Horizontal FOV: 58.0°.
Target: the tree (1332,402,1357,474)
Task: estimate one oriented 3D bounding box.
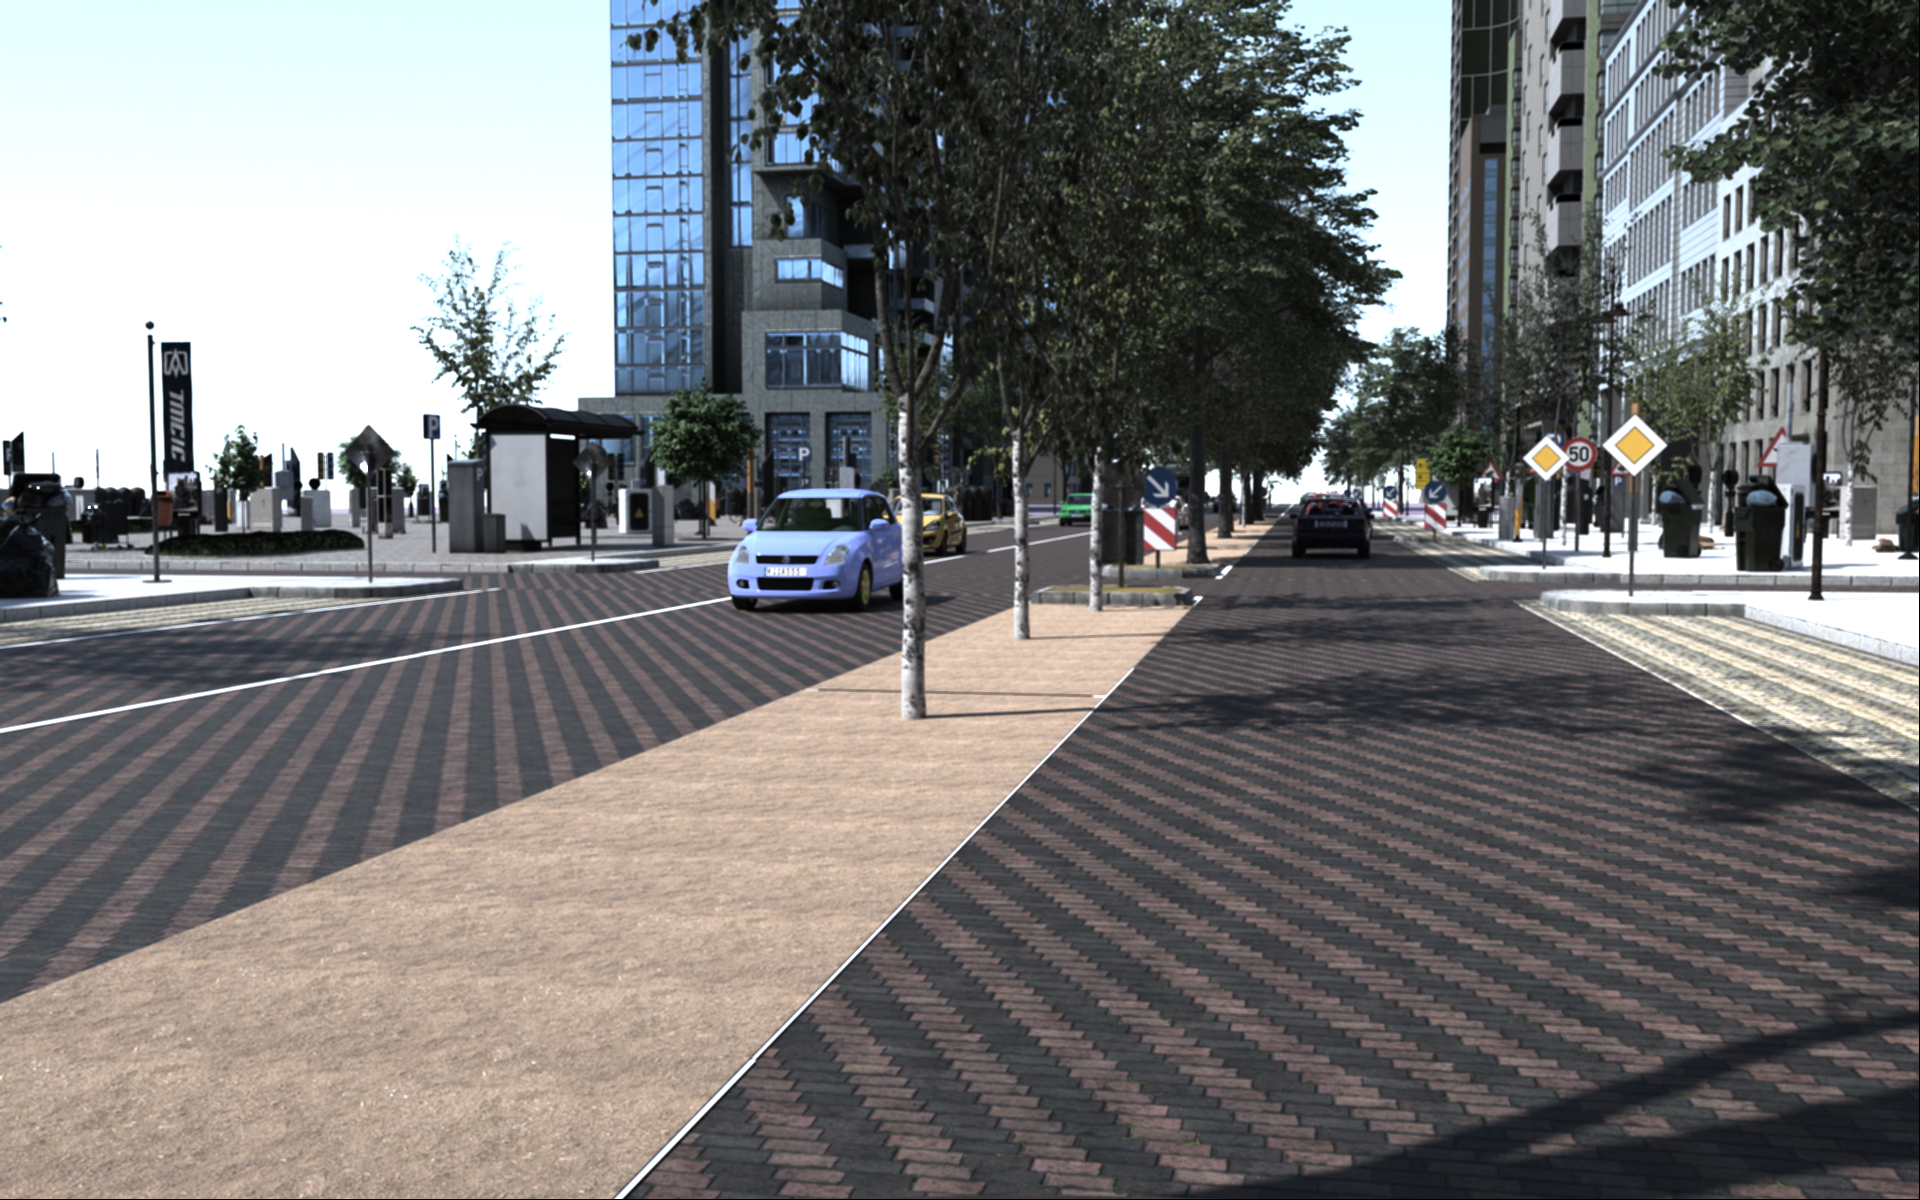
[{"bbox_3d":[38.911,-13.941,162.345,8.767,10.594,7.601,1,4,20],"label":"tree"}]

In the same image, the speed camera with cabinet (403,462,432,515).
[{"bbox_3d":[-33.838,-6.929,107.630,2.038,3.252,0.660,-2,4,-27],"label":"speed camera with cabinet"}]

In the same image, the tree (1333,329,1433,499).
[{"bbox_3d":[47.518,-20.964,198.656,12.611,20.169,13.585,0,3,0],"label":"tree"}]

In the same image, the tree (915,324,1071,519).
[{"bbox_3d":[1.921,-9.448,88.883,8.767,10.594,7.601,-2,4,-25],"label":"tree"}]

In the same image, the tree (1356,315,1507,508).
[{"bbox_3d":[24.869,-9.523,90.116,7.601,10.594,8.767,1,4,10],"label":"tree"}]

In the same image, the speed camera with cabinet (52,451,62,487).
[{"bbox_3d":[-42.579,-5.232,79.877,2.038,3.252,0.660,-1,4,-21],"label":"speed camera with cabinet"}]

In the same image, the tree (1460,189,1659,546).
[{"bbox_3d":[15.040,-5.659,42.888,4.360,8.622,3.978,0,3,0],"label":"tree"}]

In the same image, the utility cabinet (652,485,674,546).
[{"bbox_3d":[-7.327,-2.079,42.672,0.318,1.500,1.173,0,4,2],"label":"utility cabinet"}]

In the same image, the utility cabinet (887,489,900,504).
[{"bbox_3d":[-2.759,-3.886,72.220,0.318,1.500,1.173,1,4,13],"label":"utility cabinet"}]

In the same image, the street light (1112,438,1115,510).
[{"bbox_3d":[12.579,-10.355,142.096,0.468,5.910,1.993,1,4,11],"label":"street light"}]

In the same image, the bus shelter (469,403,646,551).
[{"bbox_3d":[-9.451,-2.898,41.305,2.014,3.302,5.546,1,4,11],"label":"bus shelter"}]

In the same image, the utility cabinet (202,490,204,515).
[{"bbox_3d":[-37.193,-4.759,86.486,1.173,1.500,0.318,-1,4,-18],"label":"utility cabinet"}]

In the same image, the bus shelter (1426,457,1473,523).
[{"bbox_3d":[22.582,-5.239,79.573,2.014,3.302,5.546,1,4,11],"label":"bus shelter"}]

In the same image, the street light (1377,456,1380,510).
[{"bbox_3d":[34.525,-10.391,142.678,0.468,5.910,1.993,1,4,11],"label":"street light"}]

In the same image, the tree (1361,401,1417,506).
[{"bbox_3d":[33.938,-11.252,134.327,4.737,8.622,4.395,0,3,0],"label":"tree"}]

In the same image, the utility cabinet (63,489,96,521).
[{"bbox_3d":[-35.593,-3.754,70.052,1.173,1.500,0.318,-1,4,-19],"label":"utility cabinet"}]

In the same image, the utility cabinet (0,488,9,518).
[{"bbox_3d":[-36.134,-3.488,65.703,1.173,1.500,0.318,-3,5,-41],"label":"utility cabinet"}]

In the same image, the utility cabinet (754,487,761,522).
[{"bbox_3d":[-6.520,-2.841,55.132,0.318,1.500,1.173,0,3,0],"label":"utility cabinet"}]

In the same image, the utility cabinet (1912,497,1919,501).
[{"bbox_3d":[22.074,-1.709,39.100,1.020,1.237,0.306,3,5,45],"label":"utility cabinet"}]

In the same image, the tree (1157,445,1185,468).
[{"bbox_3d":[29.561,-18.078,229.991,8.767,10.594,7.601,3,5,40],"label":"tree"}]

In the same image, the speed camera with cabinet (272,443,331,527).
[{"bbox_3d":[-25.492,-4.447,67.049,2.038,3.252,0.660,-2,4,-34],"label":"speed camera with cabinet"}]

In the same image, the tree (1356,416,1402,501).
[{"bbox_3d":[35.731,-12.016,146.826,4.360,8.622,3.978,0,3,0],"label":"tree"}]

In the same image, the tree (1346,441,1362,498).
[{"bbox_3d":[43.543,-14.369,185.298,4.737,8.622,4.395,0,3,0],"label":"tree"}]

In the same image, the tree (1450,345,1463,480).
[{"bbox_3d":[18.141,-6.539,57.271,4.360,8.622,3.978,0,3,0],"label":"tree"}]

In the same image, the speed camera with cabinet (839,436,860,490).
[{"bbox_3d":[-3.933,-3.930,58.598,0.660,3.252,2.038,1,4,15],"label":"speed camera with cabinet"}]

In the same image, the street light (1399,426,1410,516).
[{"bbox_3d":[27.857,-8.338,109.112,0.468,5.910,1.993,1,4,11],"label":"street light"}]

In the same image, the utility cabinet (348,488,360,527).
[{"bbox_3d":[-23.424,-3.563,66.936,0.318,1.500,1.173,-2,4,-25],"label":"utility cabinet"}]

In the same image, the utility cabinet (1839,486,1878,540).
[{"bbox_3d":[24.929,-2.408,48.054,1.173,1.500,0.318,-2,4,-27],"label":"utility cabinet"}]

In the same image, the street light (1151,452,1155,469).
[{"bbox_3d":[19.562,-12.472,176.712,0.468,5.910,1.993,1,4,11],"label":"street light"}]

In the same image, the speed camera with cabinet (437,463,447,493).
[{"bbox_3d":[-33.881,-7.162,111.438,2.038,3.252,0.660,-3,4,-36],"label":"speed camera with cabinet"}]

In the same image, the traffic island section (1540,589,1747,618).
[{"bbox_3d":[8.420,0.036,21.689,2.009,0.180,2.903,1,4,11],"label":"traffic island section"}]

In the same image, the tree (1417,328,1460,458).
[{"bbox_3d":[30.012,-12.100,115.964,7.486,12.596,7.792,0,3,0],"label":"tree"}]

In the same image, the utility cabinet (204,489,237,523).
[{"bbox_3d":[-32.500,-4.132,76.232,1.173,1.500,0.318,-1,4,-10],"label":"utility cabinet"}]

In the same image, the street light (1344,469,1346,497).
[{"bbox_3d":[57.521,-17.509,259.062,0.468,5.910,1.993,1,4,11],"label":"street light"}]

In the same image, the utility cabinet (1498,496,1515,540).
[{"bbox_3d":[15.542,-2.327,49.203,0.306,1.237,1.020,2,4,26],"label":"utility cabinet"}]

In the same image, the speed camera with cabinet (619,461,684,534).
[{"bbox_3d":[-9.956,-3.763,55.856,2.038,3.252,0.660,-2,4,-35],"label":"speed camera with cabinet"}]

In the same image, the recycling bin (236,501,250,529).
[{"bbox_3d":[-26.156,-3.136,63.828,0.722,1.027,0.722,3,4,36],"label":"recycling bin"}]

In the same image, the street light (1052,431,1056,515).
[{"bbox_3d":[5.953,-8.299,108.477,0.468,5.910,1.993,1,4,11],"label":"street light"}]

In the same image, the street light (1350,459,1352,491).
[{"bbox_3d":[50.891,-15.441,225.239,0.468,5.910,1.993,1,4,11],"label":"street light"}]

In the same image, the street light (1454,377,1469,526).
[{"bbox_3d":[19.842,-5.864,68.662,0.468,5.910,1.993,1,4,11],"label":"street light"}]

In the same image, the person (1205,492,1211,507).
[{"bbox_3d":[28.167,-11.466,196.785,0.721,1.723,1.217,-2,4,-27],"label":"person"}]

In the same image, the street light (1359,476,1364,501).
[{"bbox_3d":[44.123,-13.348,191.031,0.468,5.910,1.993,1,4,11],"label":"street light"}]

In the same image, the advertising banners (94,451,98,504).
[{"bbox_3d":[-34.270,-4.435,68.698,0.090,3.025,2.074,-2,4,-29],"label":"advertising banners"}]

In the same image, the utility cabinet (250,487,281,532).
[{"bbox_3d":[-22.096,-2.837,55.056,1.173,1.500,0.318,2,4,33],"label":"utility cabinet"}]

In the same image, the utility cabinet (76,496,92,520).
[{"bbox_3d":[-32.723,-3.276,64.722,0.306,1.237,1.020,-3,5,-41],"label":"utility cabinet"}]

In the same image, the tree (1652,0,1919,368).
[{"bbox_3d":[9.413,-6.467,12.395,9.857,13.997,8.962,0,3,0],"label":"tree"}]

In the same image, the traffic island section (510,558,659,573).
[{"bbox_3d":[-6.988,-0.648,32.877,2.009,0.180,2.903,1,4,11],"label":"traffic island section"}]

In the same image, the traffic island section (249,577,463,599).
[{"bbox_3d":[-8.541,-0.169,25.044,2.009,0.180,2.903,1,4,11],"label":"traffic island section"}]

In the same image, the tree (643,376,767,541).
[{"bbox_3d":[-7.113,-3.945,48.215,4.285,4.588,4.351,0,3,0],"label":"tree"}]

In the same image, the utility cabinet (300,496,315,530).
[{"bbox_3d":[-17.180,-2.109,45.645,0.306,1.237,1.020,-1,4,-17],"label":"utility cabinet"}]

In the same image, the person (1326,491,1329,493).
[{"bbox_3d":[40.886,-11.257,192.517,0.705,1.831,1.348,-1,4,-9],"label":"person"}]

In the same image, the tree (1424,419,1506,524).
[{"bbox_3d":[21.863,-5.577,74.898,4.285,4.588,4.351,0,3,0],"label":"tree"}]

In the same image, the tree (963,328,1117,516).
[{"bbox_3d":[3.807,-10.791,102.194,9.928,11.665,9.643,0,3,0],"label":"tree"}]

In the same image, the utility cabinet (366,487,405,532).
[{"bbox_3d":[-19.279,-3.025,58.143,1.173,1.500,0.318,-2,4,-30],"label":"utility cabinet"}]

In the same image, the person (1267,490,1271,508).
[{"bbox_3d":[30.855,-10.036,172.666,0.705,1.814,1.350,1,4,21],"label":"person"}]

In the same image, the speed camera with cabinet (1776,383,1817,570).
[{"bbox_3d":[14.473,-2.194,30.207,0.660,3.252,2.038,3,4,38],"label":"speed camera with cabinet"}]

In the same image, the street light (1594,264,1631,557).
[{"bbox_3d":[13.116,-3.802,34.948,0.468,5.910,1.993,1,4,11],"label":"street light"}]

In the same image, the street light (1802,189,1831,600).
[{"bbox_3d":[10.378,-2.938,20.818,0.468,5.910,1.993,1,4,11],"label":"street light"}]

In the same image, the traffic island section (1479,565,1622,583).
[{"bbox_3d":[9.973,-0.443,29.522,2.009,0.180,2.903,1,4,11],"label":"traffic island section"}]

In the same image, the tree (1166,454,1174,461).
[{"bbox_3d":[23.060,-21.057,200.165,12.611,20.169,13.585,0,3,0],"label":"tree"}]
